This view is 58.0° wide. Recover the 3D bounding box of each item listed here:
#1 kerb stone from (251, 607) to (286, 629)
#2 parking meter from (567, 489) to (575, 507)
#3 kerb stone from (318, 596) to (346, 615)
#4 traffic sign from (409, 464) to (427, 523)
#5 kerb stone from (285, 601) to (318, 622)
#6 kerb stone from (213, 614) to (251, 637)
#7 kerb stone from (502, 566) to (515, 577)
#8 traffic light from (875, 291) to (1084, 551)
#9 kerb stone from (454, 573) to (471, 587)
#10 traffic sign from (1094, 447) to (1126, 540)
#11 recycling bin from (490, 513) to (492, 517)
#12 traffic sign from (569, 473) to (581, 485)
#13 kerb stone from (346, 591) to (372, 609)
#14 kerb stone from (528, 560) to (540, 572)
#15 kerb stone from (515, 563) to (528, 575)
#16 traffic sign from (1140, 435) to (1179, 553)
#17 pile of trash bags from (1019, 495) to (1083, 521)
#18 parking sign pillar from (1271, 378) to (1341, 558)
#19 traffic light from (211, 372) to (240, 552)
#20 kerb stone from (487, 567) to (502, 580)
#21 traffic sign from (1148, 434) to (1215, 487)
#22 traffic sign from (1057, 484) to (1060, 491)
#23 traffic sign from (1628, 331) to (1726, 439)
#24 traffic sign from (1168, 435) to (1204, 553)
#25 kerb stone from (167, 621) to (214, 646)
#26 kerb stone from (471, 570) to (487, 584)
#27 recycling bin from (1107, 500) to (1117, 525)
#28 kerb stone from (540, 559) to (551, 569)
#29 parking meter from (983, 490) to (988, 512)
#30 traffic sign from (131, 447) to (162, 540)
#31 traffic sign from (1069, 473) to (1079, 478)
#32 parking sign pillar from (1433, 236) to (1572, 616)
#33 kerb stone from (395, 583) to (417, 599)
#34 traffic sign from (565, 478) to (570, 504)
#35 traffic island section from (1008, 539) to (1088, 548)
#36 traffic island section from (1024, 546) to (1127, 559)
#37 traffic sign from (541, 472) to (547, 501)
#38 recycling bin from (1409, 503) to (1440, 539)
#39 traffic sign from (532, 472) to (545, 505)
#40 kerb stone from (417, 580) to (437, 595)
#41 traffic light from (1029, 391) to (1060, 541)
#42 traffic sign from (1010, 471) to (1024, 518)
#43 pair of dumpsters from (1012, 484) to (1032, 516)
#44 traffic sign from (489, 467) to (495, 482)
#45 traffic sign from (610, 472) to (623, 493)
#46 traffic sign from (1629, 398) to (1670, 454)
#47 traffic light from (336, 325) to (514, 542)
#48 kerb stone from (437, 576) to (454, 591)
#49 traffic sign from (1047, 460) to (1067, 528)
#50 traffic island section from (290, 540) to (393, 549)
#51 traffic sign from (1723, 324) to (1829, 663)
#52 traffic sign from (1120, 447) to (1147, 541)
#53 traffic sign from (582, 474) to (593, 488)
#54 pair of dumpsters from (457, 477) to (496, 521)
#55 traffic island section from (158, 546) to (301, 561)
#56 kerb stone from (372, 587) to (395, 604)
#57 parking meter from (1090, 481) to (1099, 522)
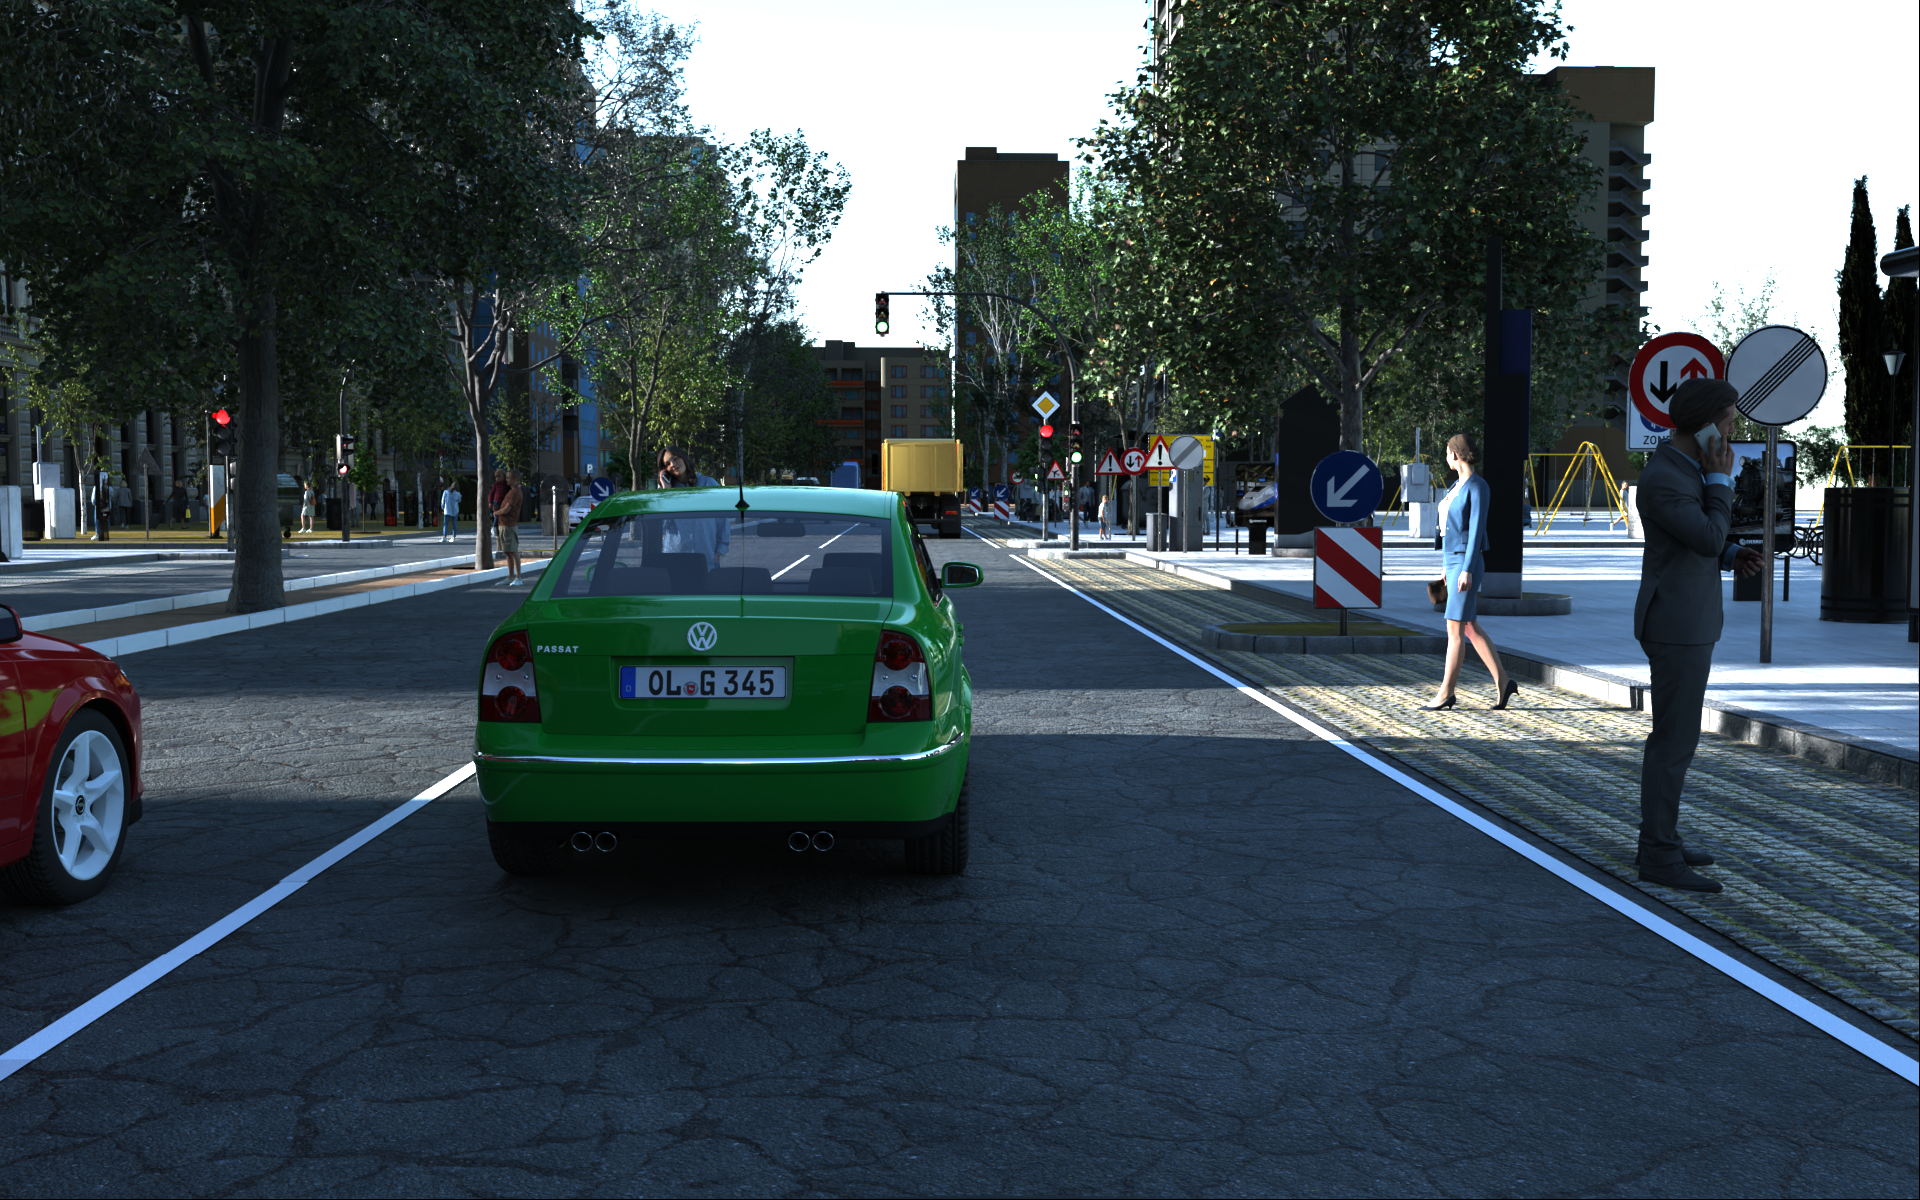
[{"bbox_3d":[-7.591,0.213,18.826,0.120,0.150,1.000,0,4,-2],"label":"kerb stone"},{"bbox_3d":[-20.091,-4.959,89.486,0.372,1.533,0.369,0,3,0],"label":"parking meter"},{"bbox_3d":[-7.650,0.081,20.873,0.120,0.150,1.000,0,4,-2],"label":"kerb stone"},{"bbox_3d":[-22.989,-4.489,73.505,0.768,2.556,0.104,0,4,0],"label":"traffic sign"},{"bbox_3d":[-7.615,0.143,19.852,0.120,0.150,1.000,0,4,-2],"label":"kerb stone"},{"bbox_3d":[-7.562,0.274,17.805,0.120,0.150,1.000,0,4,-2],"label":"kerb stone"},{"bbox_3d":[-7.961,-0.484,30.113,0.120,0.150,1.000,0,4,-2],"label":"kerb stone"},{"bbox_3d":[0.481,-3.935,39.013,4.771,5.953,1.251,0,4,-2],"label":"traffic light"},{"bbox_3d":[-7.858,-0.296,27.032,0.120,0.150,1.000,0,4,-2],"label":"kerb stone"},{"bbox_3d":[4.171,-2.942,48.107,0.884,2.594,0.081,0,4,1],"label":"traffic sign"},{"bbox_3d":[-24.742,-4.795,90.945,0.722,1.027,0.722,3,4,39],"label":"recycling bin"},{"bbox_3d":[-23.297,-6.404,104.816,0.768,2.556,0.104,0,4,5],"label":"traffic sign"},{"bbox_3d":[-7.691,0.018,21.904,0.120,0.150,1.000,0,4,-2],"label":"kerb stone"},{"bbox_3d":[-8.019,-0.610,32.168,0.120,0.150,1.000,0,4,-2],"label":"kerb stone"},{"bbox_3d":[-7.982,-0.542,31.147,0.120,0.150,1.000,0,4,-2],"label":"kerb stone"},{"bbox_3d":[4.376,-2.319,37.913,0.884,2.594,0.081,0,4,6],"label":"traffic sign"},{"bbox_3d":[4.551,-4.491,83.180,3.447,1.369,1.912,0,4,3],"label":"pile of trash bags"},{"bbox_3d":[7.118,-2.870,35.397,1.447,3.967,1.447,0,4,0],"label":"parking sign pillar"},{"bbox_3d":[-16.282,-3.039,38.604,0.839,4.253,0.868,0,4,-2],"label":"traffic light"},{"bbox_3d":[-7.918,-0.420,29.085,0.120,0.150,1.000,0,4,-2],"label":"kerb stone"},{"bbox_3d":[7.533,-3.979,58.923,2.265,3.308,0.079,0,4,2],"label":"traffic sign"},{"bbox_3d":[5.630,-6.129,100.320,0.768,2.556,0.104,0,4,0],"label":"traffic sign"},{"bbox_3d":[5.629,-0.829,13.660,0.768,2.556,0.104,0,4,5],"label":"traffic sign"},{"bbox_3d":[4.896,-2.293,37.591,0.768,2.556,0.104,0,4,2],"label":"traffic sign"},{"bbox_3d":[-7.521,0.331,16.783,0.120,0.150,1.000,0,4,-2],"label":"kerb stone"},{"bbox_3d":[-7.882,-0.358,28.054,0.120,0.150,1.000,0,4,-2],"label":"kerb stone"},{"bbox_3d":[6.563,-3.611,71.587,0.722,1.027,0.722,-2,4,-26],"label":"recycling bin"},{"bbox_3d":[-8.058,-0.673,33.199,0.120,0.150,1.000,0,4,-2],"label":"kerb stone"},{"bbox_3d":[1.774,-6.898,121.188,0.372,1.533,0.369,0,3,0],"label":"parking meter"},{"bbox_3d":[-22.661,-2.951,48.247,0.884,2.594,0.081,0,4,1],"label":"traffic sign"},{"bbox_3d":[6.279,-5.957,97.127,0.795,2.593,0.064,0,4,-1],"label":"traffic sign"},{"bbox_3d":[5.915,-1.854,18.785,1.447,3.967,1.447,1,4,18],"label":"parking sign pillar"},{"bbox_3d":[-7.754,-0.105,23.957,0.120,0.150,1.000,0,4,-2],"label":"kerb stone"},{"bbox_3d":[-25.524,-6.721,112.022,0.606,2.300,0.079,0,4,3],"label":"traffic sign"},{"bbox_3d":[2.354,-1.531,47.317,2.009,0.180,2.903,0,4,-2],"label":"traffic island section"},{"bbox_3d":[2.609,-1.043,39.336,2.009,0.180,2.903,0,4,-2],"label":"traffic island section"},{"bbox_3d":[-24.567,-6.218,101.764,0.768,2.556,0.104,0,4,3],"label":"traffic sign"},{"bbox_3d":[13.531,-2.311,50.347,0.722,1.027,0.722,-1,4,-9],"label":"recycling bin"},{"bbox_3d":[-24.388,-6.116,100.099,0.768,2.556,0.104,0,4,4],"label":"traffic sign"},{"bbox_3d":[-7.781,-0.170,24.978,0.120,0.150,1.000,0,4,-2],"label":"kerb stone"},{"bbox_3d":[2.314,-3.565,47.202,0.839,4.253,0.868,0,4,-2],"label":"traffic light"},{"bbox_3d":[3.026,-5.563,91.065,0.768,2.556,0.104,0,4,3],"label":"traffic sign"},{"bbox_3d":[3.925,-6.012,100.783,1.574,2.255,4.437,0,4,-2],"label":"pair of dumpsters"},{"bbox_3d":[-21.721,-4.861,79.577,0.768,2.556,0.104,0,4,7],"label":"traffic sign"},{"bbox_3d":[-20.170,-6.211,101.648,0.768,2.556,0.104,0,4,5],"label":"traffic sign"},{"bbox_3d":[6.789,-0.905,16.932,0.606,2.300,0.079,0,4,-2],"label":"traffic sign"},{"bbox_3d":[-14.449,-4.405,46.687,4.771,5.953,1.251,0,4,-2],"label":"traffic light"},{"bbox_3d":[-7.821,-0.227,26.002,0.120,0.150,1.000,0,4,-2],"label":"kerb stone"},{"bbox_3d":[3.633,-4.031,65.908,0.884,2.594,0.081,0,4,4],"label":"traffic sign"},{"bbox_3d":[-16.578,-1.495,46.719,2.009,0.180,2.903,0,4,-2],"label":"traffic island section"},{"bbox_3d":[6.135,-0.796,13.113,0.768,2.556,0.104,0,4,3],"label":"traffic sign"},{"bbox_3d":[4.756,-2.886,47.292,0.768,2.556,0.104,0,4,1],"label":"traffic sign"},{"bbox_3d":[-23.792,-6.794,111.093,0.884,2.594,0.081,0,4,7],"label":"traffic sign"},{"bbox_3d":[-23.671,-5.037,84.853,1.574,2.255,4.437,0,4,-2],"label":"pair of dumpsters"},{"bbox_3d":[-16.323,-1.007,38.738,2.009,0.180,2.903,0,4,-2],"label":"traffic island section"},{"bbox_3d":[-7.719,-0.045,22.930,0.120,0.150,1.000,0,4,-2],"label":"kerb stone"},{"bbox_3d":[6.177,-4.531,79.799,0.399,1.863,0.255,3,4,36],"label":"parking meter"}]
